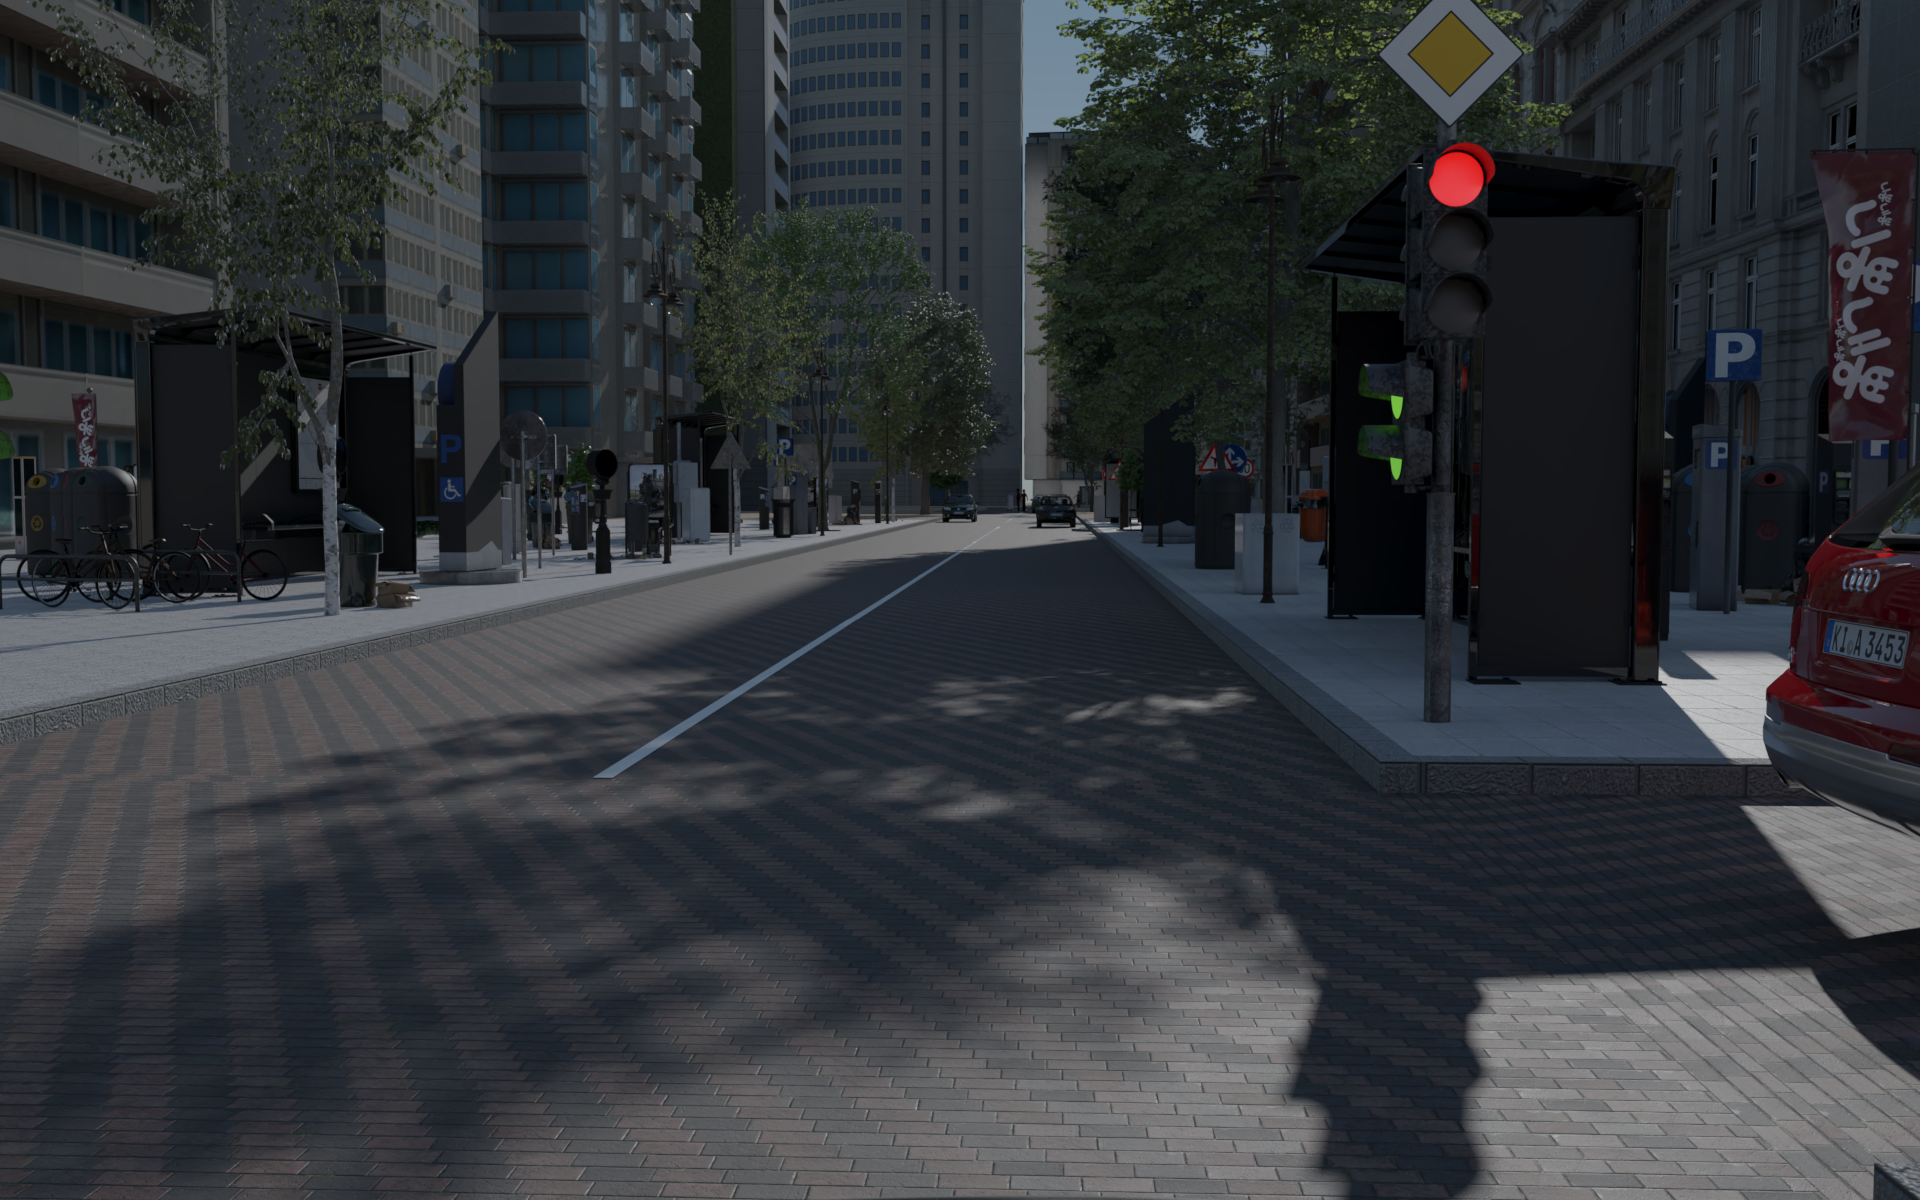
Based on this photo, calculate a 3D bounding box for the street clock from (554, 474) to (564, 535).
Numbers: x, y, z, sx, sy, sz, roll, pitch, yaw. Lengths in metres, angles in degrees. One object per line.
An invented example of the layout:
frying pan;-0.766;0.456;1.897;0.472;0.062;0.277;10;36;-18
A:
street clock;-12.753;-3.082;54.957;0.358;2.002;0.471;1;4;9

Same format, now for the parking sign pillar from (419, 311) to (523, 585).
parking sign pillar;-7.086;-2.234;25.002;1.447;3.967;1.447;0;4;7

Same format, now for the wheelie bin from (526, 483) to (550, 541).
wheelie bin;-11.734;-2.458;48.094;0.693;1.594;0.980;-1;4;-13

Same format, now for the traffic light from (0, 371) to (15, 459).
traffic light;-6.027;-1.295;10.097;0.839;4.253;0.868;0;4;3

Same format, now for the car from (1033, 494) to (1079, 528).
car;4.184;-4.014;75.422;2.009;1.686;4.222;0;4;3

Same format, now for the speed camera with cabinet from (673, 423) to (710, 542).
speed camera with cabinet;-7.354;-3.248;47.442;0.660;3.252;2.038;-1;4;-21

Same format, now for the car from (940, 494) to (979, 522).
car;0.002;-4.859;89.238;2.009;1.686;4.222;0;4;2

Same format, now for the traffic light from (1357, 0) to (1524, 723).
traffic light;2.673;-1.268;9.658;0.839;4.253;0.868;0;4;3

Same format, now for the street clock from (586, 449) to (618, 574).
street clock;-5.762;-1.428;27.923;0.358;2.002;0.471;3;5;40

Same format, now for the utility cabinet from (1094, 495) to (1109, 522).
utility cabinet;6.689;-4.211;80.009;1.020;1.237;0.306;2;4;35

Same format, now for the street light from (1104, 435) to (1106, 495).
street light;7.052;-6.822;84.327;0.468;5.910;1.993;0;4;3

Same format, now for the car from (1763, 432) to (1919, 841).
car;5.372;0.206;5.299;5.304;1.827;2.281;0;4;4

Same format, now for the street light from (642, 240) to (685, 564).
street light;-5.406;-3.607;31.762;0.468;5.910;1.993;0;4;3

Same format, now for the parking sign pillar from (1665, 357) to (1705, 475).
parking sign pillar;14.062;-2.776;33.862;1.447;3.967;1.447;-3;5;-44

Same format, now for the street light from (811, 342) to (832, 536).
street light;-4.218;-4.901;52.918;0.468;5.910;1.993;0;4;3

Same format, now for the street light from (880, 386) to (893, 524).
street light;-3.108;-6.195;74.077;0.468;5.910;1.993;0;4;3

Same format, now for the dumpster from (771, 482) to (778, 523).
dumpster;-7.595;-4.300;76.068;1.264;1.857;1.865;0;4;3

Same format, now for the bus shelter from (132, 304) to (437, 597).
bus shelter;-9.345;-2.040;24.644;1.731;3.624;6.357;0;4;3

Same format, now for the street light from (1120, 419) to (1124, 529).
street light;5.914;-5.528;63.169;0.468;5.910;1.993;0;4;3

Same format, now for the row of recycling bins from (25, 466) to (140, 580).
row of recycling bins;-13.516;-1.200;26.732;1.069;1.692;3.534;-3;5;-41

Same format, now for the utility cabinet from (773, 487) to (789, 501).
utility cabinet;-5.403;-2.669;52.316;0.318;1.500;1.173;0;4;4

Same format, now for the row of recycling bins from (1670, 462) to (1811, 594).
row of recycling bins;10.065;-0.940;22.487;3.534;1.692;1.069;2;4;29

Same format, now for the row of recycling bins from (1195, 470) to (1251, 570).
row of recycling bins;4.722;-1.466;31.082;1.069;1.692;3.534;1;4;9

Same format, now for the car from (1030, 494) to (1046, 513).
car;6.336;-7.269;130.654;2.131;1.459;4.920;0;4;4

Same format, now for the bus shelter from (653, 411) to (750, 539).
bus shelter;-7.665;-3.709;51.931;1.731;3.624;6.357;0;4;3

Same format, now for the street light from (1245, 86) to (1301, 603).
street light;3.621;-2.901;20.218;0.468;5.910;1.993;0;4;3

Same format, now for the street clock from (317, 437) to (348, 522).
street clock;-8.001;-1.074;22.125;0.358;2.002;0.471;0;4;0

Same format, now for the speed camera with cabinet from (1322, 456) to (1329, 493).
speed camera with cabinet;9.361;-2.890;41.587;0.660;3.252;2.038;-1;4;-11

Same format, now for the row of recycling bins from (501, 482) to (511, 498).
row of recycling bins;-15.903;-3.125;58.203;3.534;1.692;1.069;3;5;44

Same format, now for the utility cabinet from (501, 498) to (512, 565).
utility cabinet;-8.660;-1.246;31.526;1.020;1.237;0.306;2;4;23

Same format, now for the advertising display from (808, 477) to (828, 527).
advertising display;-5.693;-3.785;67.106;0.974;1.923;0.123;0;4;1

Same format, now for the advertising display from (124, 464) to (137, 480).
advertising display;-18.484;-2.062;38.926;0.974;1.923;0.123;3;5;39

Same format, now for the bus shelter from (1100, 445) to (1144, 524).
bus shelter;7.064;-4.906;74.131;2.014;3.302;5.546;0;4;3

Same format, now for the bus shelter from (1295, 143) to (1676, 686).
bus shelter;4.123;-1.432;14.690;1.731;3.624;6.357;0;4;3

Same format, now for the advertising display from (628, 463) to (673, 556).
advertising display;-6.427;-1.883;35.999;0.974;1.923;0.123;1;4;16

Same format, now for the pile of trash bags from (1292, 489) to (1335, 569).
pile of trash bags;7.186;-1.287;30.796;3.447;1.369;1.912;-3;5;-41

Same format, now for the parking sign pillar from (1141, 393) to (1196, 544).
parking sign pillar;5.457;-3.464;45.101;1.447;3.967;1.447;1;4;17

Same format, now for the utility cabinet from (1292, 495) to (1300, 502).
utility cabinet;15.236;-4.106;78.294;1.020;1.237;0.306;0;4;1

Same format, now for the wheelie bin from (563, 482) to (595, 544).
wheelie bin;-9.848;-2.255;44.776;0.693;1.594;0.980;0;4;2

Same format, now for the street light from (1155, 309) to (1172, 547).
street light;4.855;-4.220;41.778;0.468;5.910;1.993;0;4;3

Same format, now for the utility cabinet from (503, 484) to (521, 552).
utility cabinet;-9.866;-1.801;38.127;0.318;1.500;1.173;-1;4;-18
